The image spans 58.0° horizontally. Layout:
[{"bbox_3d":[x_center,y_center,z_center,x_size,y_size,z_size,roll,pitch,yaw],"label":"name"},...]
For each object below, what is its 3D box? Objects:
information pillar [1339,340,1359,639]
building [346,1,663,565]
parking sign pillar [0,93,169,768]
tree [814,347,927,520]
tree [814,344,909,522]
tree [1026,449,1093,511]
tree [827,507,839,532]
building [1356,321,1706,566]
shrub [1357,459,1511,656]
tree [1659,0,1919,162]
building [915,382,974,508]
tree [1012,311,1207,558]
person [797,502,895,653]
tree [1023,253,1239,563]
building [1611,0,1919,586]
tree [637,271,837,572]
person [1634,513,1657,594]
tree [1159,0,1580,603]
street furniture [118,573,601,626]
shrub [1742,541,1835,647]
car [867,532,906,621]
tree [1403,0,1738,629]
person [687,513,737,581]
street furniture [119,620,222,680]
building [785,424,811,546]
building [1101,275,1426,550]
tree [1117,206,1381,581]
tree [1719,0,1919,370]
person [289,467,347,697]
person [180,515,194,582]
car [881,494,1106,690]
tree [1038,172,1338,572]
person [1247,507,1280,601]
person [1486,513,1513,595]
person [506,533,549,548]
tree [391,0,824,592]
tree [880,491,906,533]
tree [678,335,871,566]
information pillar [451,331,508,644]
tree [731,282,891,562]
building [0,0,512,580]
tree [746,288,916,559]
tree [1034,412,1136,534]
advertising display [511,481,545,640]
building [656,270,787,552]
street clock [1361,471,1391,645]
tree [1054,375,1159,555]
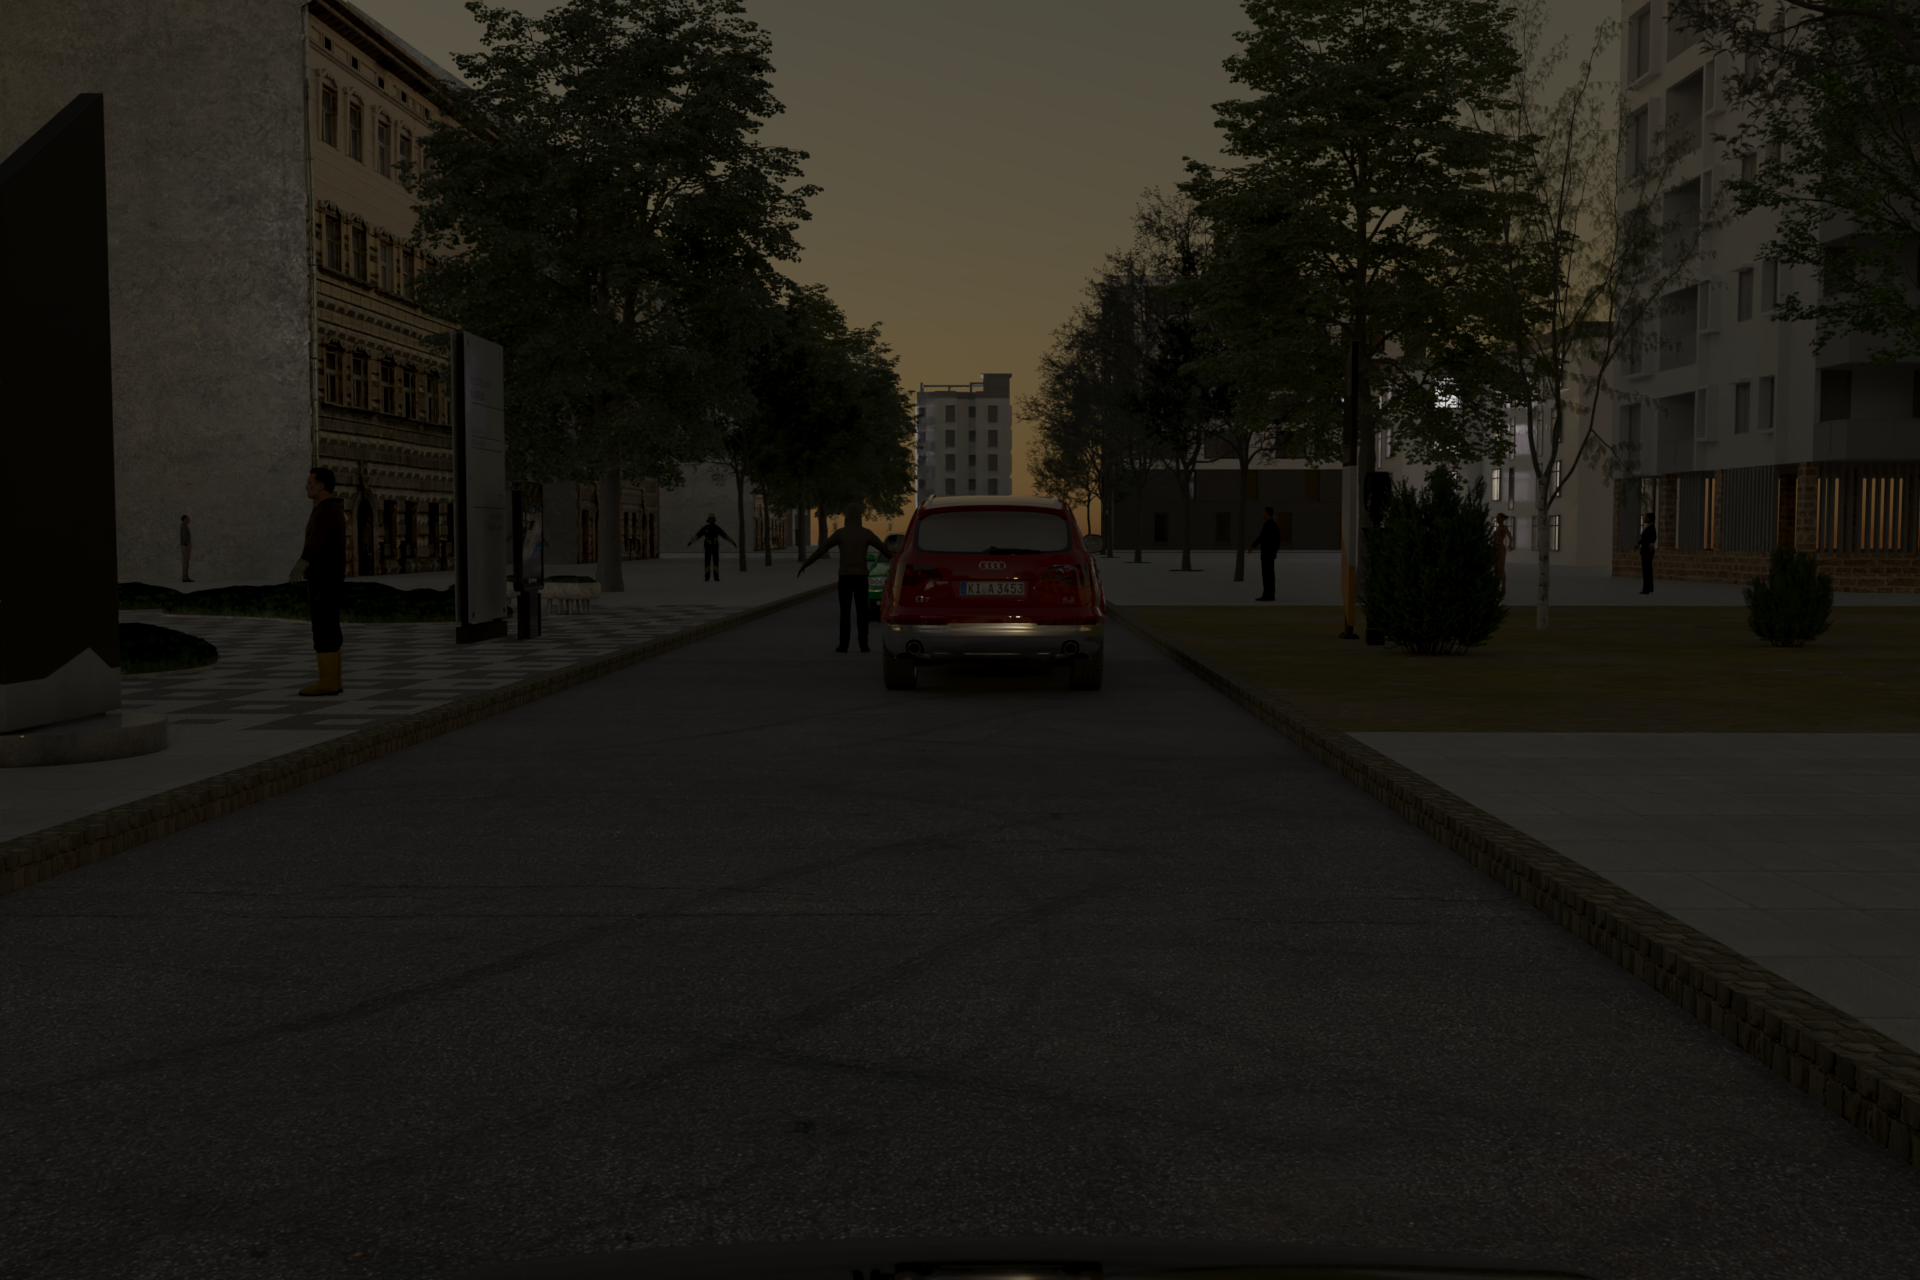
[{"bbox_3d":[4.778,-1.828,21.238,0.183,3.616,0.504,0,4,1],"label":"information pillar"},{"bbox_3d":[-25.109,-15.299,81.072,19.493,23.208,18.063,0,4,1],"label":"building"},{"bbox_3d":[-5.439,-1.320,10.051,1.447,3.967,1.447,0,4,1],"label":"parking sign pillar"},{"bbox_3d":[-6.930,-12.831,116.446,9.857,13.997,8.962,0,3,0],"label":"tree"},{"bbox_3d":[-6.977,-11.378,104.155,7.486,12.596,7.792,0,3,0],"label":"tree"},{"bbox_3d":[11.992,-17.144,206.057,9.928,11.665,9.643,0,3,0],"label":"tree"},{"bbox_3d":[-14.738,-15.414,202.388,4.737,8.622,4.395,0,3,0],"label":"tree"},{"bbox_3d":[25.499,-8.583,82.474,9.099,9.664,28.070,0,4,1],"label":"building"},{"bbox_3d":[5.054,-0.881,18.450,1.661,2.075,1.752,0,3,0],"label":"shrub"},{"bbox_3d":[6.849,-6.057,9.408,12.009,13.543,11.850,0,3,0],"label":"tree"},{"bbox_3d":[-4.978,-21.387,208.559,11.380,20.090,16.016,0,4,5],"label":"building"},{"bbox_3d":[7.977,-11.171,93.012,12.009,13.543,11.850,0,3,0],"label":"tree"},{"bbox_3d":[-1.296,-0.760,21.008,1.348,1.813,0.705,-1,4,-9],"label":"person"},{"bbox_3d":[7.882,-10.110,75.663,12.009,13.543,11.850,0,3,0],"label":"tree"},{"bbox_3d":[24.545,-11.814,49.578,16.016,20.090,11.380,0,4,1],"label":"building"},{"bbox_3d":[-7.698,-7.605,58.753,7.601,10.594,8.767,-3,5,-40],"label":"tree"},{"bbox_3d":[14.614,-1.851,36.990,0.721,1.740,1.216,0,4,6],"label":"person"},{"bbox_3d":[7.288,-6.983,32.296,7.486,12.596,7.792,0,3,0],"label":"tree"},{"bbox_3d":[-10.602,-0.770,28.222,10.072,0.657,5.734,2,4,34],"label":"street furniture"},{"bbox_3d":[9.461,-0.530,19.784,1.383,1.207,1.383,0,3,0],"label":"shrub"},{"bbox_3d":[-0.652,-1.285,29.803,1.959,1.807,4.718,0,4,1],"label":"car"},{"bbox_3d":[7.924,-4.465,23.372,4.360,8.622,3.978,0,3,0],"label":"tree"},{"bbox_3d":[-6.772,-2.536,47.250,1.354,1.856,0.705,-1,4,-15],"label":"person"},{"bbox_3d":[-11.905,0.045,14.889,10.072,0.657,5.734,-2,4,-35],"label":"street furniture"},{"bbox_3d":[-25.738,-19.168,179.858,16.747,18.905,31.486,0,4,2],"label":"building"},{"bbox_3d":[26.252,-18.910,153.158,27.936,21.610,32.646,0,4,1],"label":"building"},{"bbox_3d":[7.904,-6.868,46.696,7.601,10.594,8.767,-1,4,-12],"label":"tree"},{"bbox_3d":[16.616,-6.252,27.984,9.928,11.665,9.643,0,3,0],"label":"tree"},{"bbox_3d":[-5.103,-0.470,13.819,0.704,1.812,1.346,-1,4,-10],"label":"person"},{"bbox_3d":[-20.620,-2.442,46.196,0.705,1.796,1.348,-2,4,-26],"label":"person"},{"bbox_3d":[0.344,-0.536,17.435,2.281,1.827,5.304,0,4,1],"label":"car"},{"bbox_3d":[7.750,-9.100,59.161,12.009,13.543,11.850,0,3,0],"label":"tree"},{"bbox_3d":[5.896,-1.655,33.279,0.704,1.802,1.346,2,4,33],"label":"person"},{"bbox_3d":[11.373,-1.829,36.707,0.721,1.733,1.217,-1,4,-13],"label":"person"},{"bbox_3d":[-11.599,-2.451,46.197,1.348,1.813,0.705,0,4,4],"label":"person"},{"bbox_3d":[-7.856,-8.041,38.130,9.857,13.997,8.962,0,3,0],"label":"tree"},{"bbox_3d":[-8.347,-15.598,205.383,4.737,8.622,4.395,0,3,0],"label":"tree"},{"bbox_3d":[-7.586,-8.241,69.147,8.767,10.594,7.601,0,4,5],"label":"tree"},{"bbox_3d":[-5.804,-1.813,20.953,0.184,3.620,1.656,0,4,0],"label":"information pillar"},{"bbox_3d":[-6.989,-9.783,78.080,7.486,12.596,7.792,0,3,0],"label":"tree"},{"bbox_3d":[-26.991,-13.838,57.172,19.493,23.208,18.063,0,4,2],"label":"building"},{"bbox_3d":[-7.086,-11.176,89.381,9.857,13.997,8.962,0,3,0],"label":"tree"},{"bbox_3d":[8.426,-11.117,116.180,7.601,10.594,8.767,0,4,-5],"label":"tree"},{"bbox_3d":[-5.306,-0.985,21.311,0.123,1.923,0.974,0,4,2],"label":"advertising display"},{"bbox_3d":[-23.928,-18.575,134.627,19.493,23.208,18.063,0,4,2],"label":"building"},{"bbox_3d":[4.810,-0.945,20.014,0.358,2.002,0.471,0,4,2],"label":"street clock"},{"bbox_3d":[8.974,-11.051,106.446,9.928,11.665,9.643,0,3,0],"label":"tree"}]
